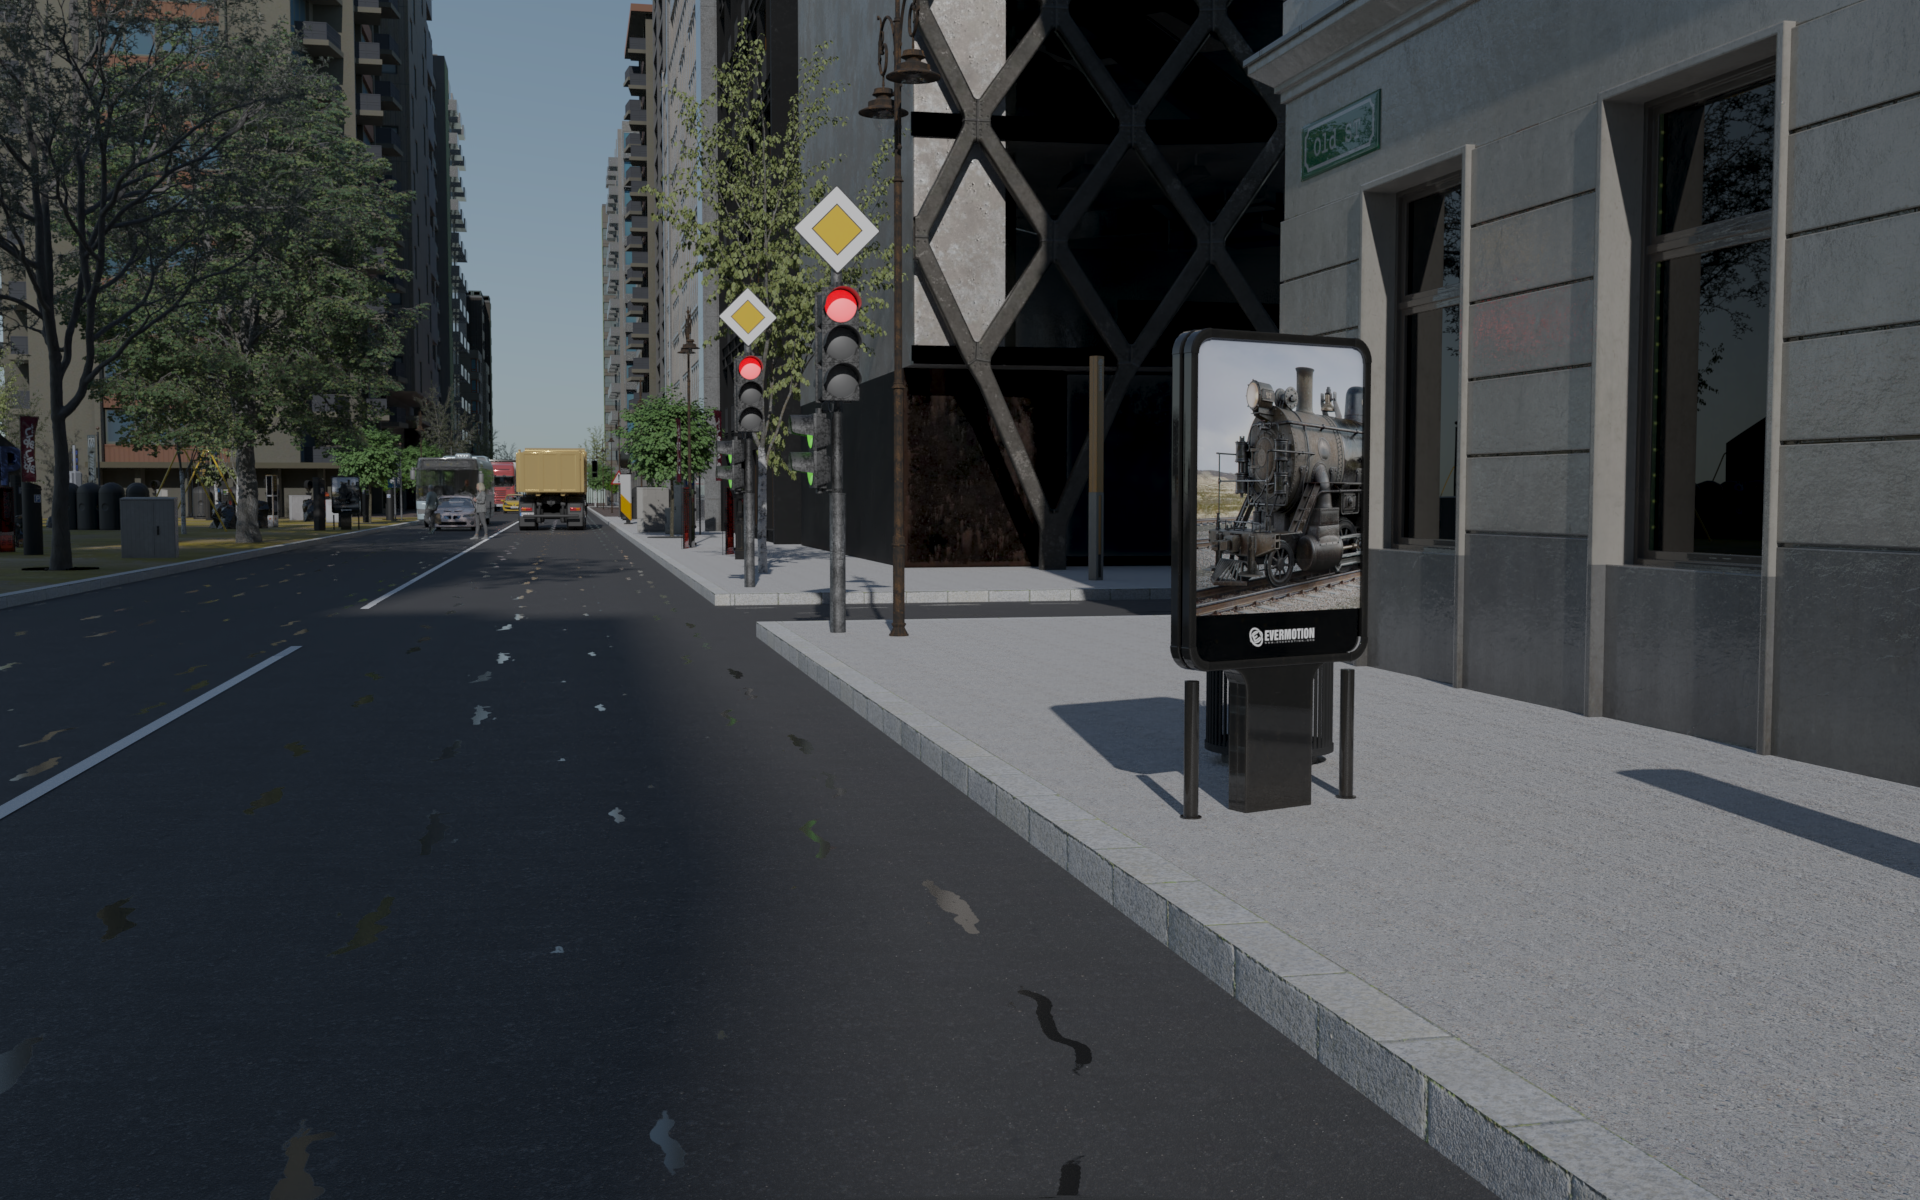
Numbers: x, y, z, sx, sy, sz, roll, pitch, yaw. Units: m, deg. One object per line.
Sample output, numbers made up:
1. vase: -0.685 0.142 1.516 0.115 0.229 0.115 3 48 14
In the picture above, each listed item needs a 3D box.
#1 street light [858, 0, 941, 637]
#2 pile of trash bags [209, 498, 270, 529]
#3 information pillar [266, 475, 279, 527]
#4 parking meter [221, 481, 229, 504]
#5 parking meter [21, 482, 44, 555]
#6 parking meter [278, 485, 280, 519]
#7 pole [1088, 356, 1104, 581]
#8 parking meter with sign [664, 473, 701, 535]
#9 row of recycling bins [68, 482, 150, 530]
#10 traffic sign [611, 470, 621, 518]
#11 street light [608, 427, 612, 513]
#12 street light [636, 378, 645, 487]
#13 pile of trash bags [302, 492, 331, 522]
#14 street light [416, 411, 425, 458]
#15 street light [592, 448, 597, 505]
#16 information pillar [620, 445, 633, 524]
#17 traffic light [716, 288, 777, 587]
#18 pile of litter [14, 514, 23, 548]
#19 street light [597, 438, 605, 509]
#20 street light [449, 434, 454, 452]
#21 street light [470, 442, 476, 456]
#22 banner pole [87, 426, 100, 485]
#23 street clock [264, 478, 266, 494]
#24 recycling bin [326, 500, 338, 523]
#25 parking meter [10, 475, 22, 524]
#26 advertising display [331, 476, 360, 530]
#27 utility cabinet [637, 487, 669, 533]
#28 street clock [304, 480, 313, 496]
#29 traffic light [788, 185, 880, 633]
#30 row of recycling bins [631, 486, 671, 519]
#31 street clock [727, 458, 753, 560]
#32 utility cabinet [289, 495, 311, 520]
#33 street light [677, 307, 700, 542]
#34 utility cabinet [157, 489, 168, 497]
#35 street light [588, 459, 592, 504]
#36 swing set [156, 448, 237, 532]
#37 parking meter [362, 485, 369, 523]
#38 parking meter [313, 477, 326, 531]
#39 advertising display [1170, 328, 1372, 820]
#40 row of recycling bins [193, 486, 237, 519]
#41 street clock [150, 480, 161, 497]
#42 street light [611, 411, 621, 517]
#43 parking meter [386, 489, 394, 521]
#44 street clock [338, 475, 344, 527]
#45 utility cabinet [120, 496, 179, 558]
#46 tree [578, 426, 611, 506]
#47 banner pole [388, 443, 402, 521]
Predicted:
1. street light: -0.553 -2.612 15.491 0.468 5.910 1.993 -1 4 -13
2. pile of trash bags: -26.546 -3.322 64.073 1.912 1.369 3.447 -2 4 -33
3. information pillar: -26.522 -3.810 66.785 0.304 2.012 0.304 1 4 17
4. parking meter: -33.544 -4.486 79.061 0.255 1.863 0.399 -2 4 -33
5. parking meter: -19.531 -1.716 36.470 0.372 1.533 0.369 0 3 0
6. parking meter: -35.743 -5.180 90.410 0.255 1.863 0.399 3 5 39
7. pole: 2.021 -1.947 25.676 0.158 3.312 0.155 0 3 0
8. parking meter with sign: -8.753 -3.589 54.938 0.543 3.016 1.738 -3 5 -45
9. row of recycling bins: -30.585 -3.346 61.825 3.534 1.692 1.069 1 4 10
10. traffic sign: -18.644 -5.794 94.740 0.884 2.594 0.081 0 4 -5
11. street light: -23.491 -8.805 116.753 0.468 5.910 1.993 -1 4 -13
12. street light: -12.742 -5.898 69.227 0.468 5.910 1.993 -1 4 -13
13. pile of trash bags: -30.145 -4.423 82.066 1.912 1.369 3.447 -1 4 -18
14. street light: -29.968 -7.557 96.352 0.468 5.910 1.993 -1 4 -13
15. street light: -35.898 -12.144 171.344 0.468 5.910 1.993 -1 4 -13
16. information pillar: -14.168 -5.024 73.504 0.504 3.616 0.183 1 4 22
17. traffic light: -2.916 -2.129 23.734 0.839 4.253 0.868 -1 4 -13
18. pile of litter: -22.894 -1.704 41.824 1.176 0.858 1.719 0 4 0
19. street light: -29.664 -10.468 143.935 0.468 5.910 1.993 -1 4 -13
20. street light: -36.052 -9.190 123.042 0.468 5.910 1.993 -1 4 -13
21. street light: -42.200 -10.840 150.021 0.468 5.910 1.993 -1 4 -13
22. banner pole: -32.114 -4.544 64.313 0.863 3.779 0.401 2 4 29
23. street clock: -30.049 -4.328 75.336 0.358 2.002 0.471 0 4 6
24. recycling bin: -28.106 -3.995 77.872 0.722 1.027 0.722 -1 4 -17
25. parking meter: -29.345 -2.953 53.992 0.255 1.863 0.399 1 4 17
26. advertising display: -22.025 -3.480 62.112 0.974 1.923 0.123 -1 4 -13
27. utility cabinet: -10.133 -2.969 57.224 0.318 1.500 1.173 2 4 35
28. street clock: -34.316 -5.304 91.287 0.358 2.002 0.471 1 4 19
29. traffic light: -1.150 -1.653 15.946 0.839 4.253 0.868 -1 4 -13
30. row of recycling bins: -15.658 -4.921 87.567 1.069 1.692 3.534 -2 4 -35
31. street clock: -4.309 -1.795 33.918 0.471 2.002 0.358 0 4 3
32. utility cabinet: -32.516 -4.539 85.377 0.306 1.237 1.020 3 5 40
33. street light: -6.694 -4.282 42.806 0.468 5.910 1.993 -1 4 -13
34. utility cabinet: -37.781 -4.489 82.077 0.318 1.500 1.173 -2 4 -34
35. street light: -42.245 -13.842 199.098 0.468 5.910 1.993 -1 4 -13
36. swing set: -26.567 -3.832 60.270 2.862 2.851 3.119 0 4 -7
37. parking meter: -26.791 -4.433 78.188 0.255 1.863 0.399 -3 5 -41
38. parking meter: -22.442 -3.362 60.676 0.255 1.863 0.399 1 4 14
39. advertising display: 1.270 -0.111 7.032 0.974 1.923 0.123 -2 4 -32
40. row of recycling bins: -38.460 -5.057 89.795 1.069 1.692 3.534 1 4 14
41. street clock: -42.366 -5.300 91.224 0.471 2.002 0.358 1 4 13
42. street light: -18.881 -7.535 95.988 0.468 5.910 1.993 -1 4 -13
43. parking meter: -27.627 -4.618 83.912 0.372 1.533 0.369 0 3 0
44. street clock: -23.903 -3.813 66.906 0.471 2.002 0.358 1 4 23
45. utility cabinet: -16.289 -1.446 34.808 1.020 1.237 0.306 -1 4 -10
46. tree: -38.419 -14.154 181.786 4.737 8.622 4.395 0 3 0
47. banner pole: -27.517 -5.779 84.508 0.863 3.779 0.401 -2 4 -32
